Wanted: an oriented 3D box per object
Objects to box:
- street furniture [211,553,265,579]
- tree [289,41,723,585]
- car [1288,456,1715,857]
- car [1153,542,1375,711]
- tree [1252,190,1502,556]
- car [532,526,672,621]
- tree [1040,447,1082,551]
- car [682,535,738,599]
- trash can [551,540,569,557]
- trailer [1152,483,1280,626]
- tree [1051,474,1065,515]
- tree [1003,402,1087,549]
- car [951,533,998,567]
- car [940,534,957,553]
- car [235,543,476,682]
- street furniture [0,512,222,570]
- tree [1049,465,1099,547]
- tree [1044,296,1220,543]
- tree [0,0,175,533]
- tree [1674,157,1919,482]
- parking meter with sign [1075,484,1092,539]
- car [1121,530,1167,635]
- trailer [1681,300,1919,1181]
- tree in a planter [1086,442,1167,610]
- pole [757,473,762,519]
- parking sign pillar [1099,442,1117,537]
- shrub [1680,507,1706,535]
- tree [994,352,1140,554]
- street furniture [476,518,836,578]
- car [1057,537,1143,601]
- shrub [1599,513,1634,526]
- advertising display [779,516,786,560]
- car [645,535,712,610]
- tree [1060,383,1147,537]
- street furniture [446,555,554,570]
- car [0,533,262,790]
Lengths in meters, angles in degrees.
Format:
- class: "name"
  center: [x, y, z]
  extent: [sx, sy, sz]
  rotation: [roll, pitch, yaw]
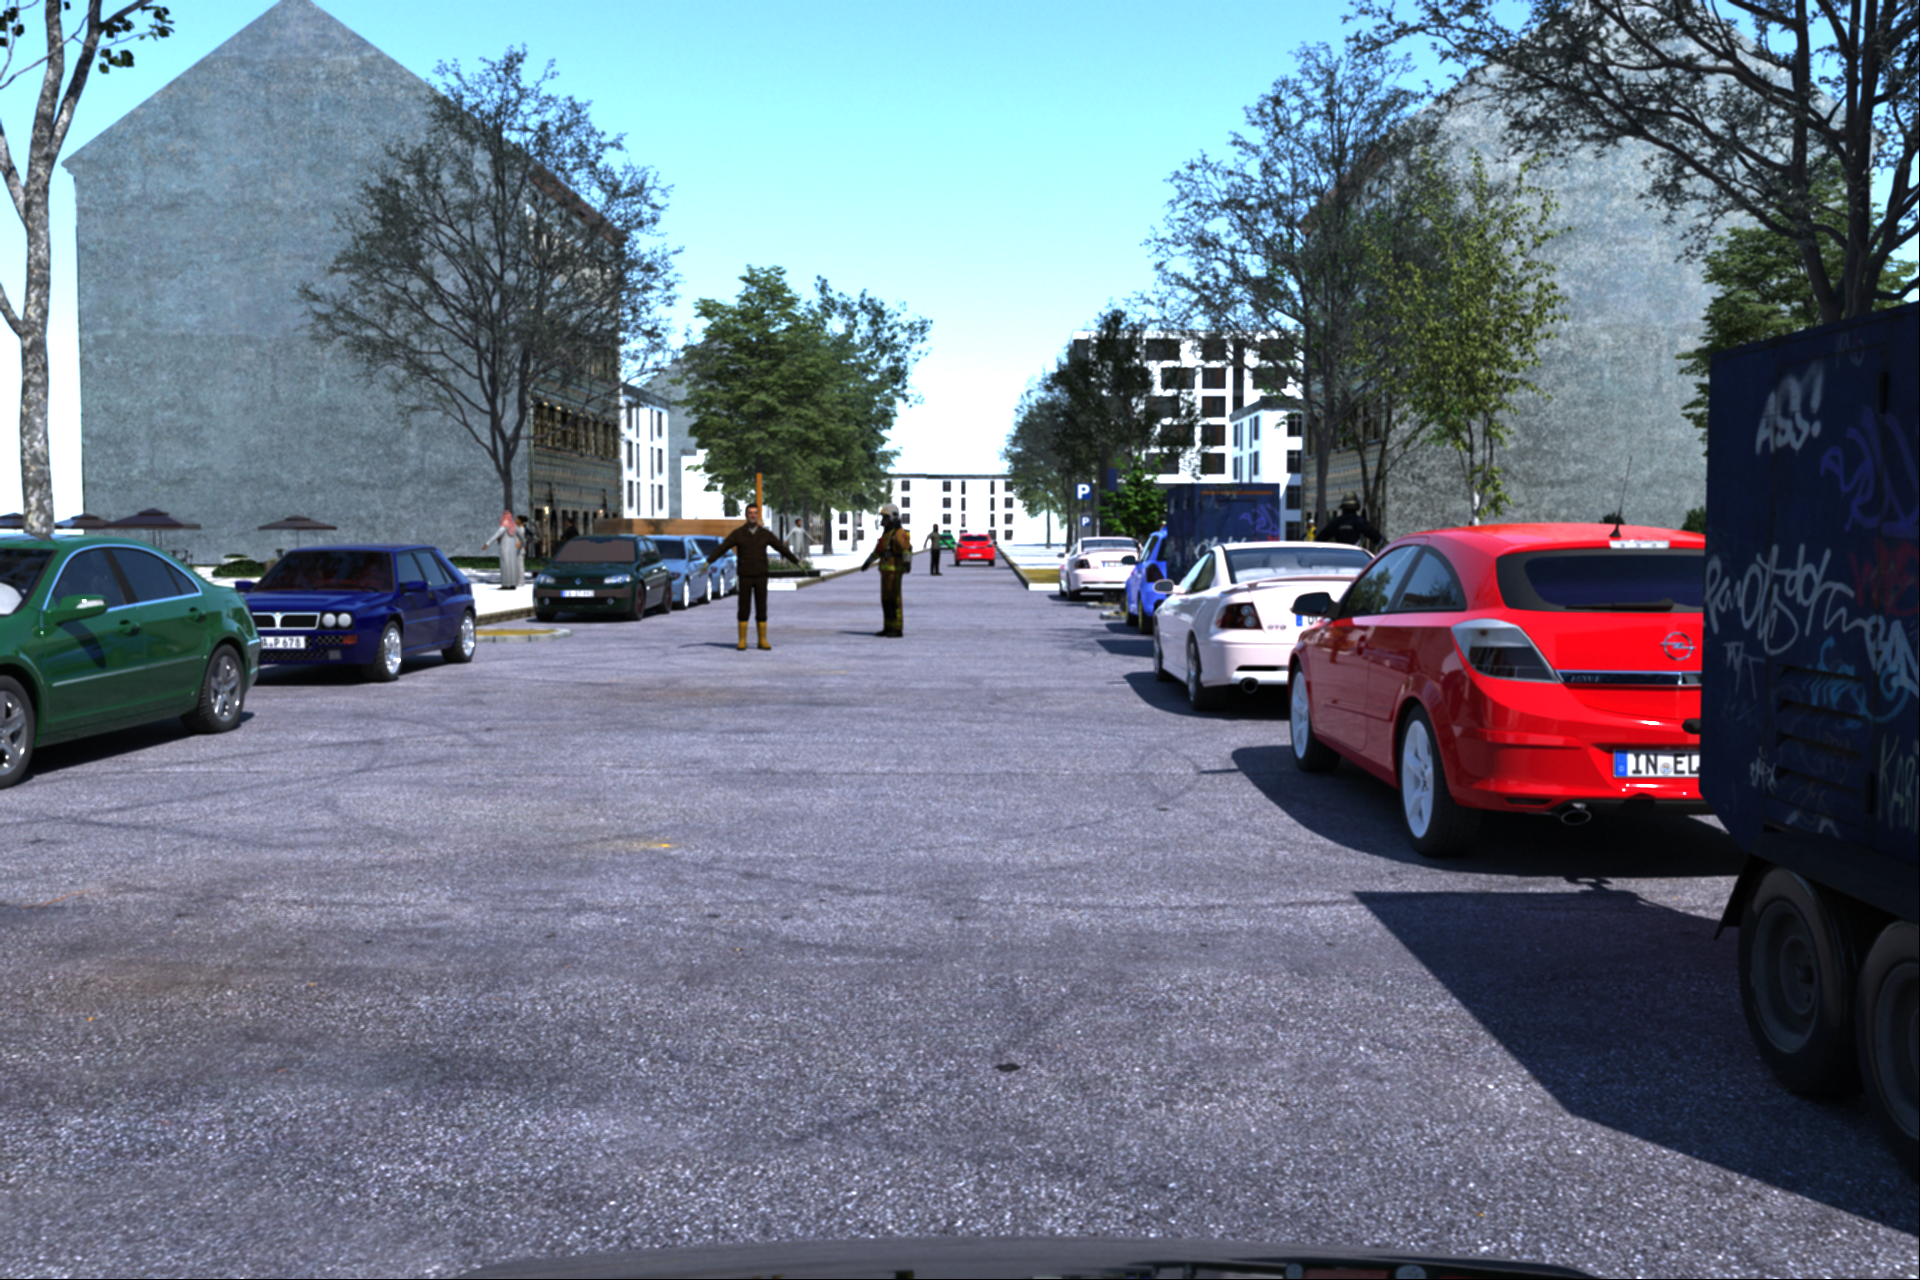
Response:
- class: "street furniture"
  center: [-20.030, -2.312, 53.432]
  extent: [5.734, 0.657, 10.072]
  rotation: [-2, 4, -25]
- class: "tree"
  center: [-11.585, -8.173, 43.995]
  extent: [12.009, 13.543, 11.850]
  rotation: [0, 3, 0]
- class: "car"
  center: [2.926, -0.008, 9.167]
  extent: [2.155, 1.783, 4.494]
  rotation: [0, 4, 0]
- class: "car"
  center: [2.814, -0.186, 15.403]
  extent: [2.083, 1.381, 4.827]
  rotation: [0, 4, 1]
- class: "tree"
  center: [12.729, -7.810, 53.443]
  extent: [9.928, 11.665, 9.643]
  rotation: [0, 3, 0]
- class: "car"
  center: [-6.087, -1.220, 29.738]
  extent: [2.009, 1.686, 4.222]
  rotation: [0, 4, 1]
- class: "tree"
  center: [7.528, -11.097, 131.790]
  extent: [4.360, 8.622, 3.978]
  rotation: [0, 3, 0]
- class: "car"
  center: [-6.069, -1.681, 39.487]
  extent: [2.014, 1.417, 4.499]
  rotation: [0, 4, 0]
- class: "trash can"
  center: [-9.007, -1.720, 39.767]
  extent: [0.748, 1.137, 0.748]
  rotation: [0, 3, 0]
- class: "trailer"
  center: [3.094, -0.869, 21.259]
  extent: [1.471, 1.999, 3.904]
  rotation: [0, 4, 0]
- class: "tree"
  center: [16.542, -20.230, 241.137]
  extent: [12.009, 13.543, 11.850]
  rotation: [0, 3, 0]
- class: "tree"
  center: [7.136, -14.008, 147.161]
  extent: [7.486, 12.596, 7.792]
  rotation: [0, 3, 0]
- class: "car"
  center: [0.652, -4.212, 77.902]
  extent: [2.155, 1.783, 4.494]
  rotation: [0, 4, 0]
- class: "car"
  center: [-1.185, -7.680, 134.363]
  extent: [1.959, 1.807, 4.718]
  rotation: [0, 4, 1]
- class: "car"
  center: [-6.334, -0.331, 17.986]
  extent: [1.945, 1.354, 3.894]
  rotation: [0, 4, 1]
- class: "street furniture"
  center: [-33.059, -3.019, 54.398]
  extent: [14.083, 1.986, 27.439]
  rotation: [0, 4, 4]
- class: "tree"
  center: [7.962, -10.580, 123.351]
  extent: [4.360, 8.622, 3.978]
  rotation: [0, 3, 0]
- class: "tree"
  center: [6.785, -8.194, 68.387]
  extent: [7.601, 10.594, 8.767]
  rotation: [1, 4, 14]
- class: "tree"
  center: [-13.246, -10.318, 24.594]
  extent: [12.611, 20.169, 13.585]
  rotation: [0, 3, 0]
- class: "tree"
  center: [25.646, -8.237, 52.803]
  extent: [7.486, 12.596, 7.792]
  rotation: [0, 3, 0]
- class: "parking meter with sign"
  center: [4.246, -3.843, 59.101]
  extent: [0.543, 3.016, 1.738]
  rotation: [0, 4, 1]
- class: "car"
  center: [3.407, -0.997, 25.897]
  extent: [1.945, 1.707, 3.694]
  rotation: [0, 4, 1]
- class: "trailer"
  center: [2.827, 0.139, 4.784]
  extent: [1.471, 1.999, 3.904]
  rotation: [0, 4, 1]
- class: "tree in a planter"
  center: [3.466, -2.224, 33.577]
  extent: [1.991, 3.239, 1.994]
  rotation: [0, 4, 0]
- class: "pole"
  center: [-6.721, -3.928, 58.068]
  extent: [0.158, 3.312, 0.155]
  rotation: [0, 3, 0]
- class: "parking sign pillar"
  center: [4.370, -3.848, 51.385]
  extent: [1.447, 3.967, 1.447]
  rotation: [0, 4, 1]
- class: "shrub"
  center: [19.894, -2.605, 46.631]
  extent: [1.661, 2.075, 1.752]
  rotation: [0, 3, 0]
- class: "tree"
  center: [7.265, -12.458, 114.053]
  extent: [12.009, 13.543, 11.850]
  rotation: [0, 3, 0]
- class: "street furniture"
  center: [-7.502, -2.719, 51.306]
  extent: [9.812, 1.723, 11.010]
  rotation: [3, 5, 43]
- class: "car"
  center: [3.215, -1.591, 38.377]
  extent: [2.083, 1.381, 4.827]
  rotation: [0, 4, 0]
- class: "shrub"
  center: [22.515, -3.416, 59.895]
  extent: [1.661, 2.075, 1.752]
  rotation: [0, 3, 0]
- class: "advertising display"
  center: [-6.309, -3.457, 61.732]
  extent: [0.123, 1.923, 0.974]
  rotation: [0, 4, 1]
- class: "car"
  center: [-6.000, -1.357, 34.183]
  extent: [2.014, 1.417, 4.499]
  rotation: [0, 4, 1]
- class: "tree"
  center: [6.327, -8.062, 82.170]
  extent: [4.360, 8.622, 3.978]
  rotation: [0, 3, 0]
- class: "street furniture"
  center: [-15.996, -2.912, 63.235]
  extent: [10.072, 0.657, 5.734]
  rotation: [0, 4, -7]
- class: "car"
  center: [-6.225, 0.039, 11.157]
  extent: [2.131, 1.459, 4.920]
  rotation: [0, 4, 1]
